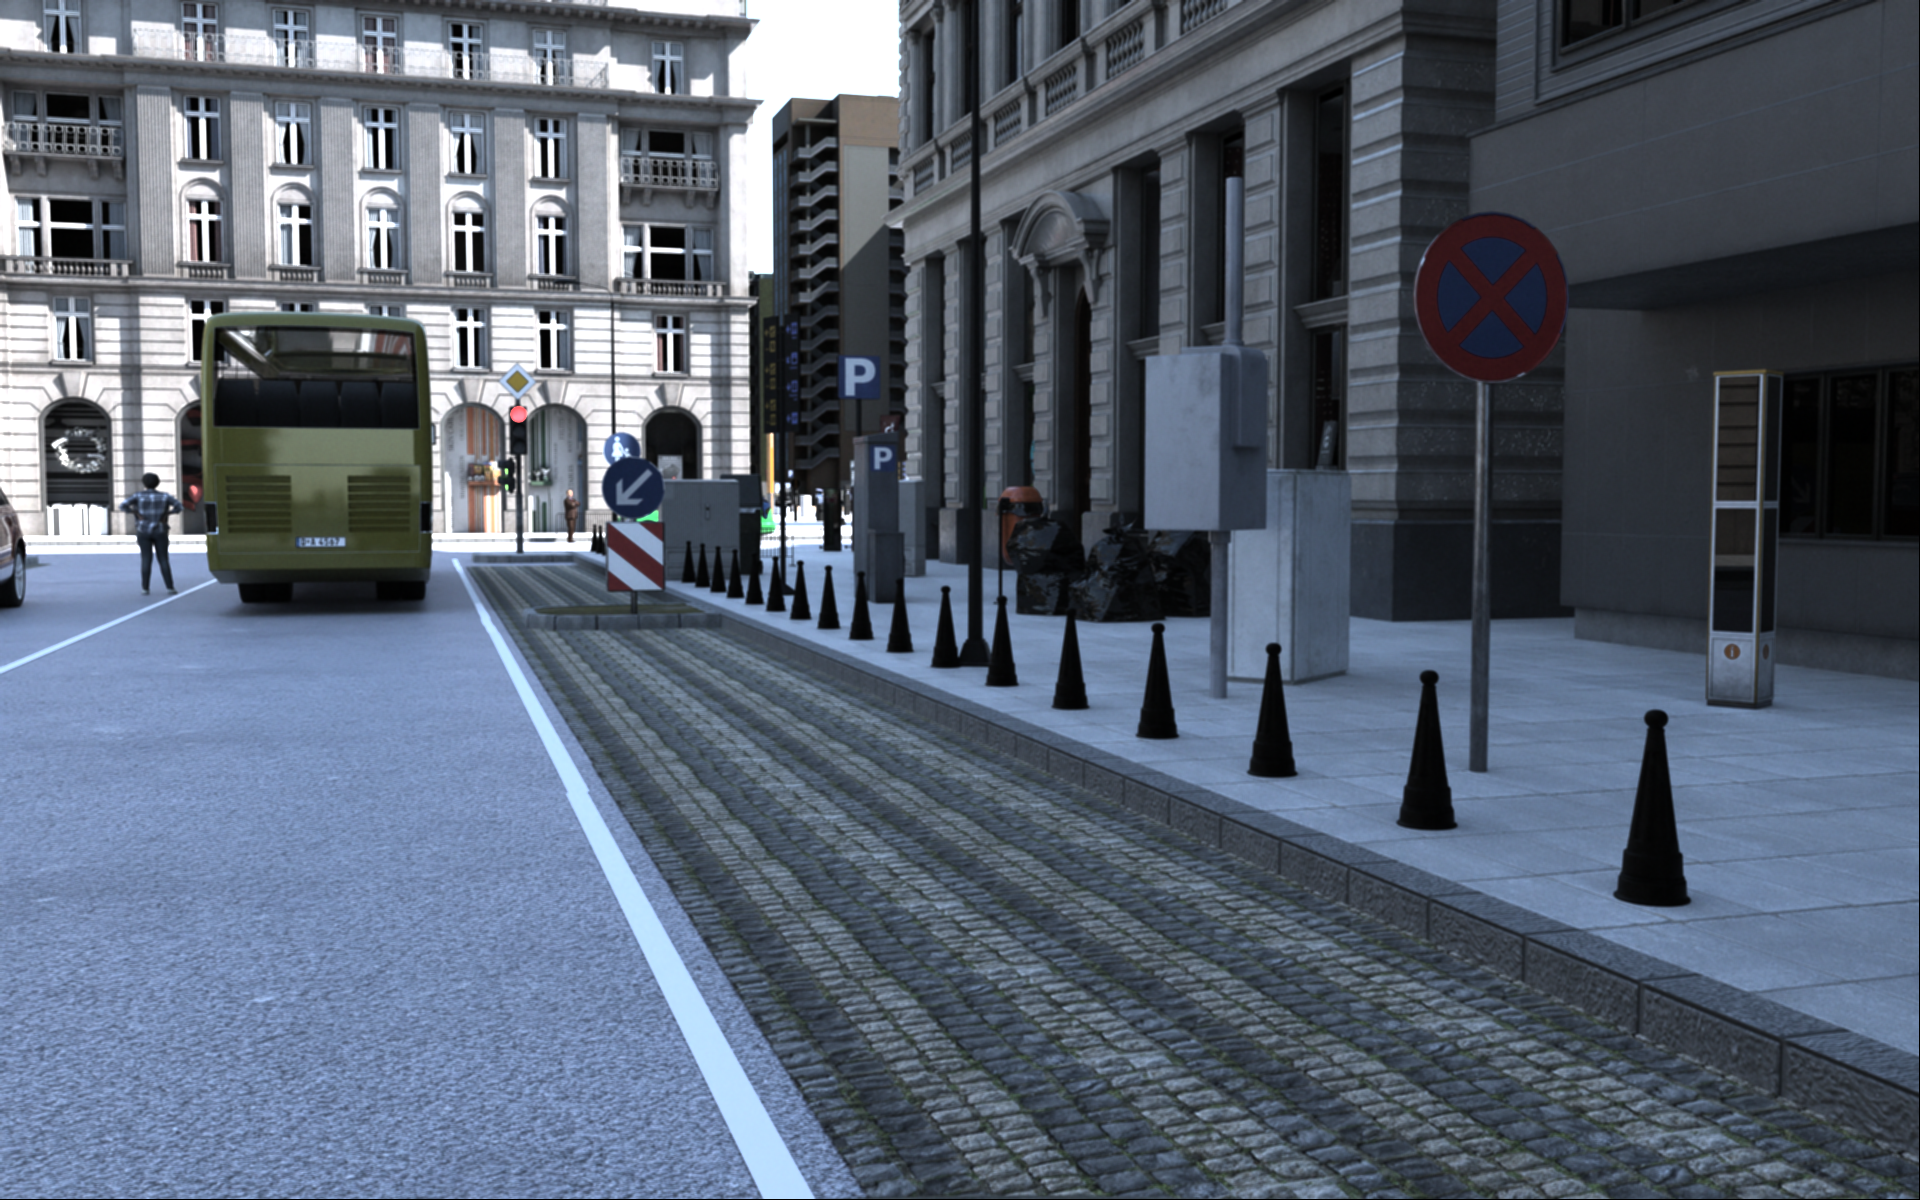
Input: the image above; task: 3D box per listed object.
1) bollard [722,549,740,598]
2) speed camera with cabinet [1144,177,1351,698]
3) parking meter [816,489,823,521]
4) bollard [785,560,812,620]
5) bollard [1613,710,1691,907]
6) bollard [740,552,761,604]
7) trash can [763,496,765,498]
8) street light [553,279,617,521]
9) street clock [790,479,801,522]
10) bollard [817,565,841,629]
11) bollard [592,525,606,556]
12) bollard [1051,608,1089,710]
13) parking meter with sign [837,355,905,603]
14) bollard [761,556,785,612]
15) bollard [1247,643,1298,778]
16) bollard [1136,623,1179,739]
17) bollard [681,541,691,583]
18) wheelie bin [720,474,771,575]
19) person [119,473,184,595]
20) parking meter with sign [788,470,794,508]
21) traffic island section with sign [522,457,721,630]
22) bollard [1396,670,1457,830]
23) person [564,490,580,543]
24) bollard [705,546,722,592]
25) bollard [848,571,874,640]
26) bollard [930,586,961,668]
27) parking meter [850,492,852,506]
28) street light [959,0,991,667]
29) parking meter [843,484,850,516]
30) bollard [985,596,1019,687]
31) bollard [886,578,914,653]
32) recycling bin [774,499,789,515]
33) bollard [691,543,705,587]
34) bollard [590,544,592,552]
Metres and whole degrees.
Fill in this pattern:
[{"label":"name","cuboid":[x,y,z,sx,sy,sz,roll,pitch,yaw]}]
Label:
[{"label":"bollard","cuboid":[-2.781,-0.330,21.439,0.229,0.601,0.229,0,3,0]},{"label":"speed camera with cabinet","cuboid":[1.966,-1.056,11.601,0.660,3.252,2.038,2,4,35]},{"label":"parking meter","cuboid":[-6.578,-4.454,81.235,0.372,1.533,0.369,0,3,0]},{"label":"bollard","cuboid":[-1.636,-0.105,17.762,0.229,0.601,0.229,0,3,0]},{"label":"bollard","cuboid":[2.194,0.646,5.475,0.229,0.601,0.229,0,3,0]},{"label":"bollard","cuboid":[-2.399,-0.255,20.211,0.229,0.601,0.229,0,3,0]},{"label":"trash can","cuboid":[-13.424,-6.386,116.068,0.748,1.137,0.748,0,3,0]},{"label":"street light","cuboid":[-8.090,-3.985,37.699,1.470,5.913,1.316,-1,4,-17]},{"label":"street clock","cuboid":[-7.656,-4.651,80.615,0.471,2.002,0.358,0,4,-5]},{"label":"bollard","cuboid":[-1.254,-0.030,16.532,0.229,0.601,0.229,0,3,0]},{"label":"bollard","cuboid":[-7.763,-1.307,37.409,0.229,0.601,0.229,0,3,0]},{"label":"bollard","cuboid":[0.663,0.346,10.388,0.229,0.601,0.229,0,3,0]},{"label":"parking meter with sign","cuboid":[-1.041,-1.518,21.075,0.543,3.016,1.738,-1,4,-16]},{"label":"bollard","cuboid":[-2.019,-0.180,18.986,0.229,0.601,0.229,0,3,0]},{"label":"bollard","cuboid":[1.432,0.496,7.925,0.229,0.601,0.229,0,3,0]},{"label":"bollard","cuboid":[1.045,0.421,9.153,0.229,0.601,0.229,0,3,0]},{"label":"bollard","cuboid":[-3.935,-0.556,25.130,0.229,0.601,0.229,0,3,0]},{"label":"wheelie bin","cuboid":[-3.533,-1.210,27.690,0.980,1.594,0.693,-1,4,-12]},{"label":"person","cuboid":[-11.519,-0.948,24.720,0.841,1.734,0.376,-1,4,-22]},{"label":"parking meter with sign","cuboid":[-12.788,-7.867,124.889,0.543,3.016,1.738,3,5,42]},{"label":"traffic island section with sign","cuboid":[-3.782,-0.638,19.067,1.989,1.847,2.006,-1,4,-17]},{"label":"bollard","cuboid":[1.811,0.571,6.699,0.229,0.601,0.229,0,3,0]},{"label":"person","cuboid":[-11.392,-2.453,50.880,0.388,1.546,0.482,2,4,29]},{"label":"bollard","cuboid":[-3.164,-0.405,22.668,0.229,0.601,0.229,0,3,0]},{"label":"bollard","cuboid":[-0.873,0.045,15.307,0.229,0.601,0.229,0,3,0]},{"label":"bollard","cuboid":[-0.106,0.195,12.850,0.229,0.601,0.229,0,3,0]},{"label":"parking meter","cuboid":[-7.877,-7.244,126.855,0.372,1.533,0.369,0,3,0]},{"label":"street light","cuboid":[-0.402,-2.455,12.674,1.470,5.913,1.316,-1,4,-17]},{"label":"parking meter","cuboid":[-6.728,-5.944,102.890,0.399,1.863,0.255,-3,4,-36]},{"label":"bollard","cuboid":[0.281,0.271,11.619,0.229,0.601,0.229,0,3,0]},{"label":"bollard","cuboid":[-0.489,0.120,14.083,0.229,0.601,0.229,0,3,0]},{"label":"recycling bin","cuboid":[-10.829,-5.657,105.040,0.722,1.027,0.722,1,4,23]},{"label":"bollard","cuboid":[-3.549,-0.480,23.891,0.229,0.601,0.229,0,3,0]},{"label":"bollard","cuboid":[-8.146,-1.382,38.637,0.229,0.601,0.229,0,3,0]}]
